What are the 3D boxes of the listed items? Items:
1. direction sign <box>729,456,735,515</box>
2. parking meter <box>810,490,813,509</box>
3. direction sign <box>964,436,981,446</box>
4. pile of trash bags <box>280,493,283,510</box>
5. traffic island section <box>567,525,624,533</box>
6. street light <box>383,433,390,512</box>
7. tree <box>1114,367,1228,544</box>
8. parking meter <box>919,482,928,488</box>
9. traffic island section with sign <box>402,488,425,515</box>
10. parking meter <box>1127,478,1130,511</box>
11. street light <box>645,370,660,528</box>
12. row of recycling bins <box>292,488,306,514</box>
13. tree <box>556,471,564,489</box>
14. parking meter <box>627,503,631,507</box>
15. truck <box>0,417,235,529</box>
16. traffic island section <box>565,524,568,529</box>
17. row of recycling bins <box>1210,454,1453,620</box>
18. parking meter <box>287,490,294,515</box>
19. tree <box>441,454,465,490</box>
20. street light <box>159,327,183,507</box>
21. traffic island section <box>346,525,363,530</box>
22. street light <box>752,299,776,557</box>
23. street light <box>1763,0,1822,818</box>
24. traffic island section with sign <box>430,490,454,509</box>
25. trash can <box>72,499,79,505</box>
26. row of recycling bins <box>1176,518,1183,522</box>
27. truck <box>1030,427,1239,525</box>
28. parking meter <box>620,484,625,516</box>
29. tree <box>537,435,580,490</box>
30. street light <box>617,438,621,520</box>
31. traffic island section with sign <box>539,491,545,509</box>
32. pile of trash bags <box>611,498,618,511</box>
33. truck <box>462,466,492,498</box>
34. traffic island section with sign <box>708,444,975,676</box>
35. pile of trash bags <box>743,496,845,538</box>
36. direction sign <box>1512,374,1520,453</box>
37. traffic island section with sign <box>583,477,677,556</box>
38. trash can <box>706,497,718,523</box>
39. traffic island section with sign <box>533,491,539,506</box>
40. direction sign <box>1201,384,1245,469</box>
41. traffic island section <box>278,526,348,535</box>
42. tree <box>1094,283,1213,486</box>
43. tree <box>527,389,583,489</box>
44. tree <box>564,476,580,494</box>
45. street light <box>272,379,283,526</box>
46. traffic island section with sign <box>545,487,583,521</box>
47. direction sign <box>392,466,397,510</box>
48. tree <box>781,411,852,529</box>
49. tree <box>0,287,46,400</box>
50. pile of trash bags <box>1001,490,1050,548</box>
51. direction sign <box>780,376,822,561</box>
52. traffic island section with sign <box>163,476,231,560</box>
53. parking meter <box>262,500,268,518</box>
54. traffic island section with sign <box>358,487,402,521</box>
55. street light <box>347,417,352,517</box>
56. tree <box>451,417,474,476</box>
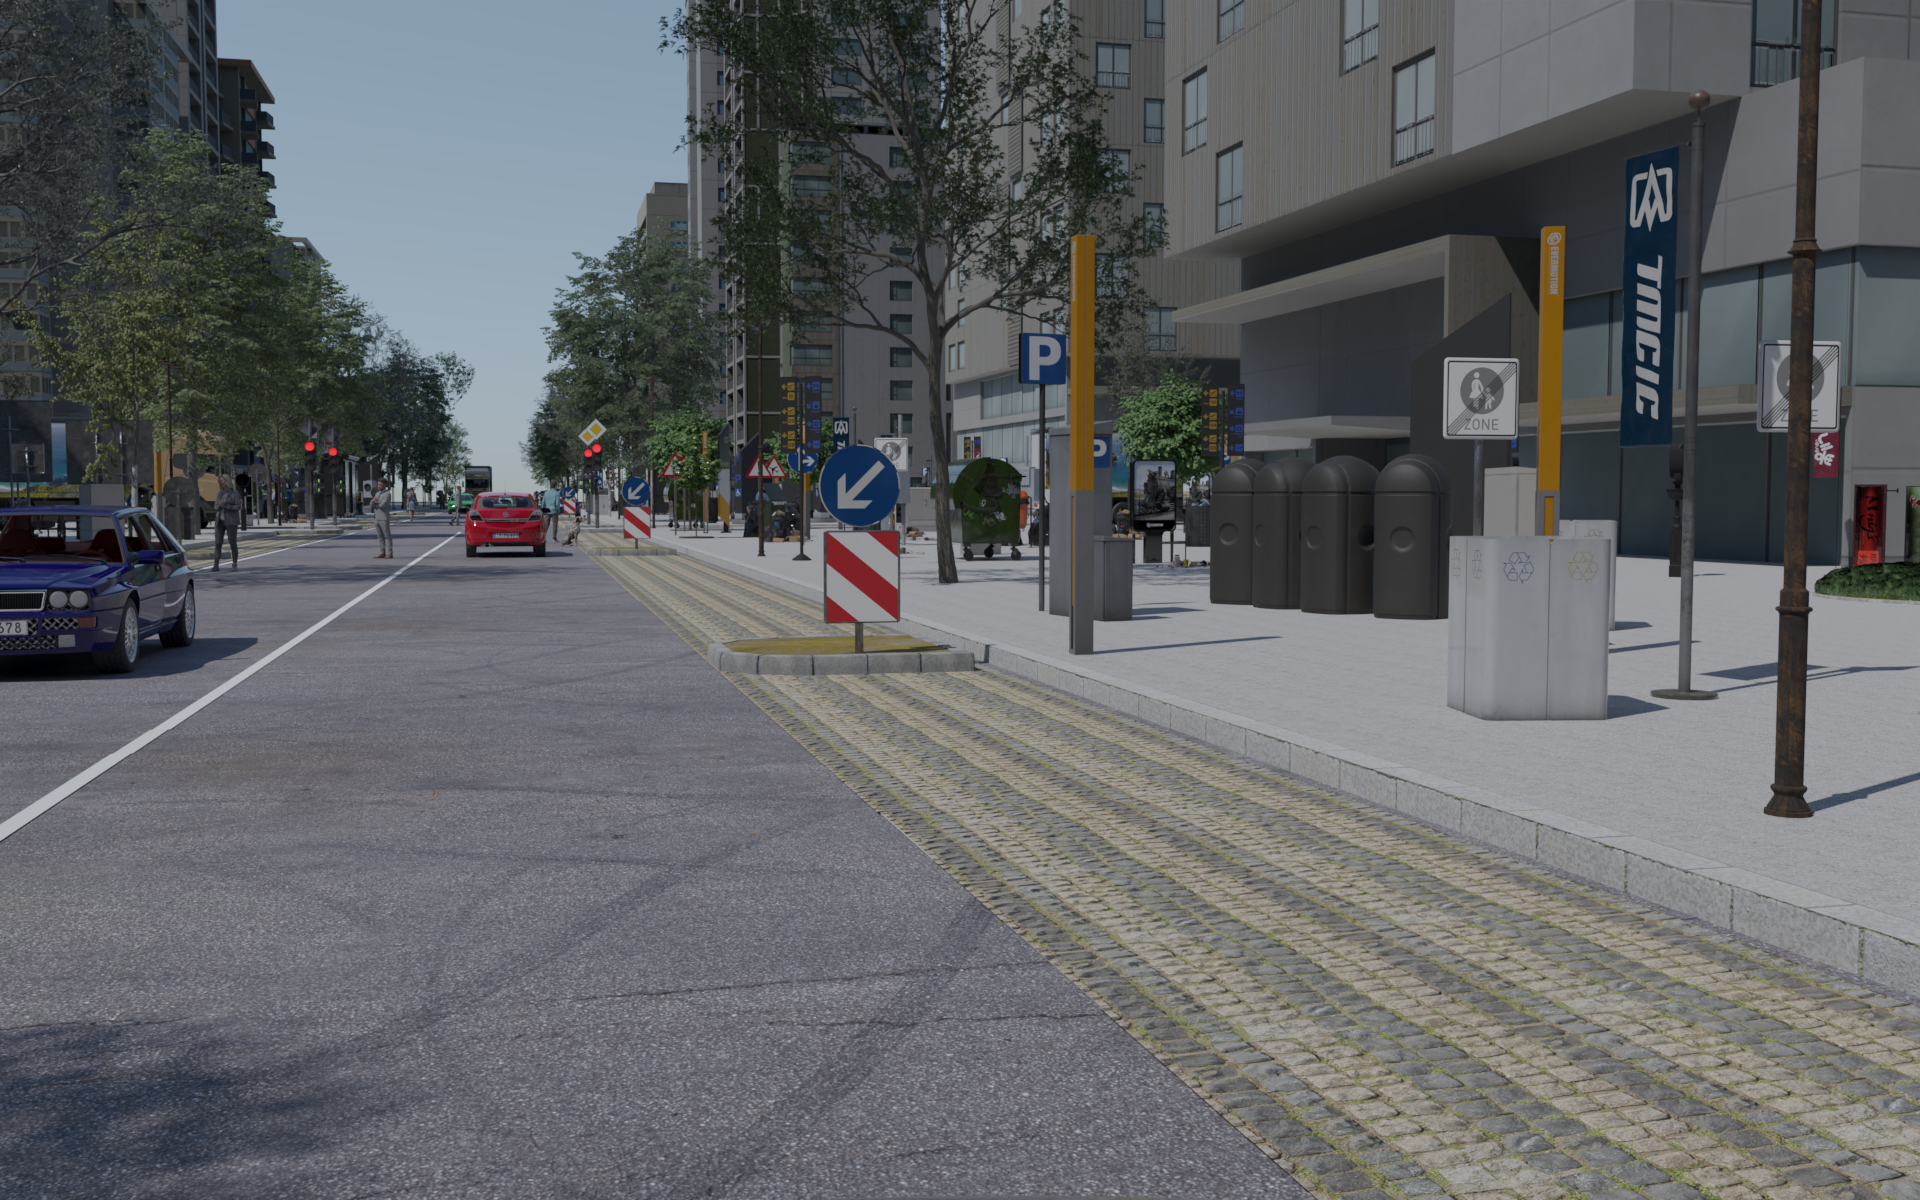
[{"bbox_3d":[-13.711,-6.832,103.704,0.379,3.537,0.876,-3,4,-37],"label":"direction sign"},{"bbox_3d":[-9.785,-6.520,115.020,0.372,1.533,0.369,0,3,0],"label":"parking meter"},{"bbox_3d":[0.485,-4.661,68.209,0.876,3.537,0.379,3,5,42],"label":"direction sign"},{"bbox_3d":[-49.461,-7.116,126.092,1.912,1.369,3.447,-1,4,-17],"label":"pile of trash bags"},{"bbox_3d":[-13.547,-2.601,64.811,2.009,0.180,2.903,-1,4,-14],"label":"traffic island section"},{"bbox_3d":[-42.012,-9.444,127.197,0.468,5.910,1.993,-1,4,-14],"label":"street light"},{"bbox_3d":[5.603,-3.750,45.023,4.285,4.588,4.351,0,3,0],"label":"tree"},{"bbox_3d":[-1.826,-4.922,86.178,0.399,1.863,0.255,2,4,32],"label":"parking meter"},{"bbox_3d":[-37.636,-6.713,118.388,1.989,1.847,2.006,-1,4,-14],"label":"traffic island section with sign"},{"bbox_3d":[5.373,-2.920,53.451,0.255,1.863,0.399,-2,4,-32],"label":"parking meter"},{"bbox_3d":[-11.433,-5.609,64.488,0.468,5.910,1.993,-1,4,-14],"label":"street light"},{"bbox_3d":[-42.248,-6.368,111.223,1.069,1.692,3.534,-1,4,-9],"label":"row of recycling bins"},{"bbox_3d":[-57.035,-18.112,246.500,4.737,8.622,4.395,0,3,0],"label":"tree"},{"bbox_3d":[-21.926,-6.522,115.042,0.372,1.533,0.369,0,3,0],"label":"parking meter"},{"bbox_3d":[-32.326,-4.611,64.299,11.283,4.237,2.839,-1,4,-15],"label":"truck"},{"bbox_3d":[-15.519,-3.075,72.550,2.009,0.180,2.903,-1,4,-14],"label":"traffic island section"},{"bbox_3d":[4.003,-0.735,19.135,1.069,1.692,3.534,-2,4,-30],"label":"row of recycling bins"},{"bbox_3d":[-37.953,-5.490,98.166,0.372,1.533,0.369,0,3,0],"label":"parking meter"},{"bbox_3d":[-80.901,-19.929,276.197,4.737,8.622,4.395,0,3,0],"label":"tree"},{"bbox_3d":[-21.923,-4.605,48.083,0.468,5.910,1.993,-1,4,-14],"label":"street light"},{"bbox_3d":[-25.300,-2.923,70.070,2.009,0.180,2.903,-1,4,-14],"label":"traffic island section"},{"bbox_3d":[-4.084,-3.833,35.458,0.468,5.910,1.993,-1,4,-14],"label":"street light"},{"bbox_3d":[3.317,-2.078,6.758,0.468,5.910,1.993,-1,4,-14],"label":"street light"},{"bbox_3d":[-49.897,-9.653,166.457,1.989,1.847,2.006,-1,4,-14],"label":"traffic island section with sign"},{"bbox_3d":[-23.569,-2.152,46.832,0.748,1.137,0.748,0,3,0],"label":"trash can"},{"bbox_3d":[9.969,-4.465,80.123,1.069,1.692,3.534,-2,4,-31],"label":"row of recycling bins"},{"bbox_3d":[8.786,-5.272,75.103,11.283,4.237,2.839,-1,4,-13],"label":"truck"},{"bbox_3d":[-19.877,-5.878,101.815,0.255,1.863,0.399,1,4,14],"label":"parking meter"},{"bbox_3d":[-53.923,-18.960,235.757,9.928,11.665,9.643,0,3,0],"label":"tree"},{"bbox_3d":[-17.188,-6.996,87.165,0.468,5.910,1.993,-1,4,-14],"label":"street light"},{"bbox_3d":[-28.081,-6.839,120.445,1.989,1.847,2.006,-1,4,-14],"label":"traffic island section with sign"},{"bbox_3d":[-26.668,-7.334,129.656,1.912,1.369,3.447,2,4,32],"label":"pile of trash bags"},{"bbox_3d":[-48.231,-11.290,173.498,2.839,4.237,11.283,-1,4,-14],"label":"truck"},{"bbox_3d":[-1.087,-0.364,14.572,1.989,1.847,2.006,-1,4,-14],"label":"traffic island section with sign"},{"bbox_3d":[-4.879,-2.568,51.737,3.447,1.369,1.912,0,4,6],"label":"pile of trash bags"},{"bbox_3d":[10.362,-2.511,33.053,0.379,3.537,0.876,-1,4,-19],"label":"direction sign"},{"bbox_3d":[-7.773,-1.967,40.782,1.989,1.847,2.006,-1,4,-14],"label":"traffic island section with sign"},{"bbox_3d":[-10.914,-3.935,75.998,0.748,1.137,0.748,0,3,0],"label":"trash can"},{"bbox_3d":[-40.516,-9.824,169.254,1.989,1.847,2.006,-1,4,-14],"label":"traffic island section with sign"},{"bbox_3d":[5.402,-2.669,35.632,0.876,3.537,0.379,0,4,-1],"label":"direction sign"},{"bbox_3d":[-23.328,-2.450,62.332,2.009,0.180,2.903,-1,4,-14],"label":"traffic island section"},{"bbox_3d":[6.390,-6.714,60.138,4.360,8.622,3.978,0,3,0],"label":"tree"},{"bbox_3d":[-40.509,-15.831,176.960,7.486,12.596,7.792,0,3,0],"label":"tree"},{"bbox_3d":[-38.134,-10.818,171.478,1.663,3.219,1.824,0,3,0],"label":"tree"},{"bbox_3d":[-27.413,-5.924,69.652,0.468,5.910,1.993,-1,4,-14],"label":"street light"},{"bbox_3d":[-21.190,-5.184,93.385,1.989,1.847,2.006,-1,4,-14],"label":"traffic island section with sign"},{"bbox_3d":[-46.318,-9.153,141.652,0.379,3.537,0.876,0,4,-4],"label":"direction sign"},{"bbox_3d":[-5.575,-4.938,64.444,4.285,4.588,4.351,0,3,0],"label":"tree"},{"bbox_3d":[-32.271,-6.512,56.835,4.360,8.622,3.978,0,3,0],"label":"tree"},{"bbox_3d":[1.616,-2.024,42.839,1.912,1.369,3.447,0,4,6],"label":"pile of trash bags"},{"bbox_3d":[-3.057,-2.530,33.358,0.876,3.537,0.379,1,4,22],"label":"direction sign"},{"bbox_3d":[-17.139,-1.795,37.973,1.989,1.847,2.006,-1,4,-14],"label":"traffic island section with sign"},{"bbox_3d":[-38.633,-5.532,96.165,0.399,1.863,0.255,1,4,13],"label":"parking meter"},{"bbox_3d":[-30.961,-5.110,92.178,1.989,1.847,2.006,-1,4,-14],"label":"traffic island section with sign"},{"bbox_3d":[-34.675,-7.682,98.387,0.468,5.910,1.993,-1,4,-14],"label":"street light"},{"bbox_3d":[-68.462,-18.607,229.980,9.928,11.665,9.643,0,3,0],"label":"tree"}]
